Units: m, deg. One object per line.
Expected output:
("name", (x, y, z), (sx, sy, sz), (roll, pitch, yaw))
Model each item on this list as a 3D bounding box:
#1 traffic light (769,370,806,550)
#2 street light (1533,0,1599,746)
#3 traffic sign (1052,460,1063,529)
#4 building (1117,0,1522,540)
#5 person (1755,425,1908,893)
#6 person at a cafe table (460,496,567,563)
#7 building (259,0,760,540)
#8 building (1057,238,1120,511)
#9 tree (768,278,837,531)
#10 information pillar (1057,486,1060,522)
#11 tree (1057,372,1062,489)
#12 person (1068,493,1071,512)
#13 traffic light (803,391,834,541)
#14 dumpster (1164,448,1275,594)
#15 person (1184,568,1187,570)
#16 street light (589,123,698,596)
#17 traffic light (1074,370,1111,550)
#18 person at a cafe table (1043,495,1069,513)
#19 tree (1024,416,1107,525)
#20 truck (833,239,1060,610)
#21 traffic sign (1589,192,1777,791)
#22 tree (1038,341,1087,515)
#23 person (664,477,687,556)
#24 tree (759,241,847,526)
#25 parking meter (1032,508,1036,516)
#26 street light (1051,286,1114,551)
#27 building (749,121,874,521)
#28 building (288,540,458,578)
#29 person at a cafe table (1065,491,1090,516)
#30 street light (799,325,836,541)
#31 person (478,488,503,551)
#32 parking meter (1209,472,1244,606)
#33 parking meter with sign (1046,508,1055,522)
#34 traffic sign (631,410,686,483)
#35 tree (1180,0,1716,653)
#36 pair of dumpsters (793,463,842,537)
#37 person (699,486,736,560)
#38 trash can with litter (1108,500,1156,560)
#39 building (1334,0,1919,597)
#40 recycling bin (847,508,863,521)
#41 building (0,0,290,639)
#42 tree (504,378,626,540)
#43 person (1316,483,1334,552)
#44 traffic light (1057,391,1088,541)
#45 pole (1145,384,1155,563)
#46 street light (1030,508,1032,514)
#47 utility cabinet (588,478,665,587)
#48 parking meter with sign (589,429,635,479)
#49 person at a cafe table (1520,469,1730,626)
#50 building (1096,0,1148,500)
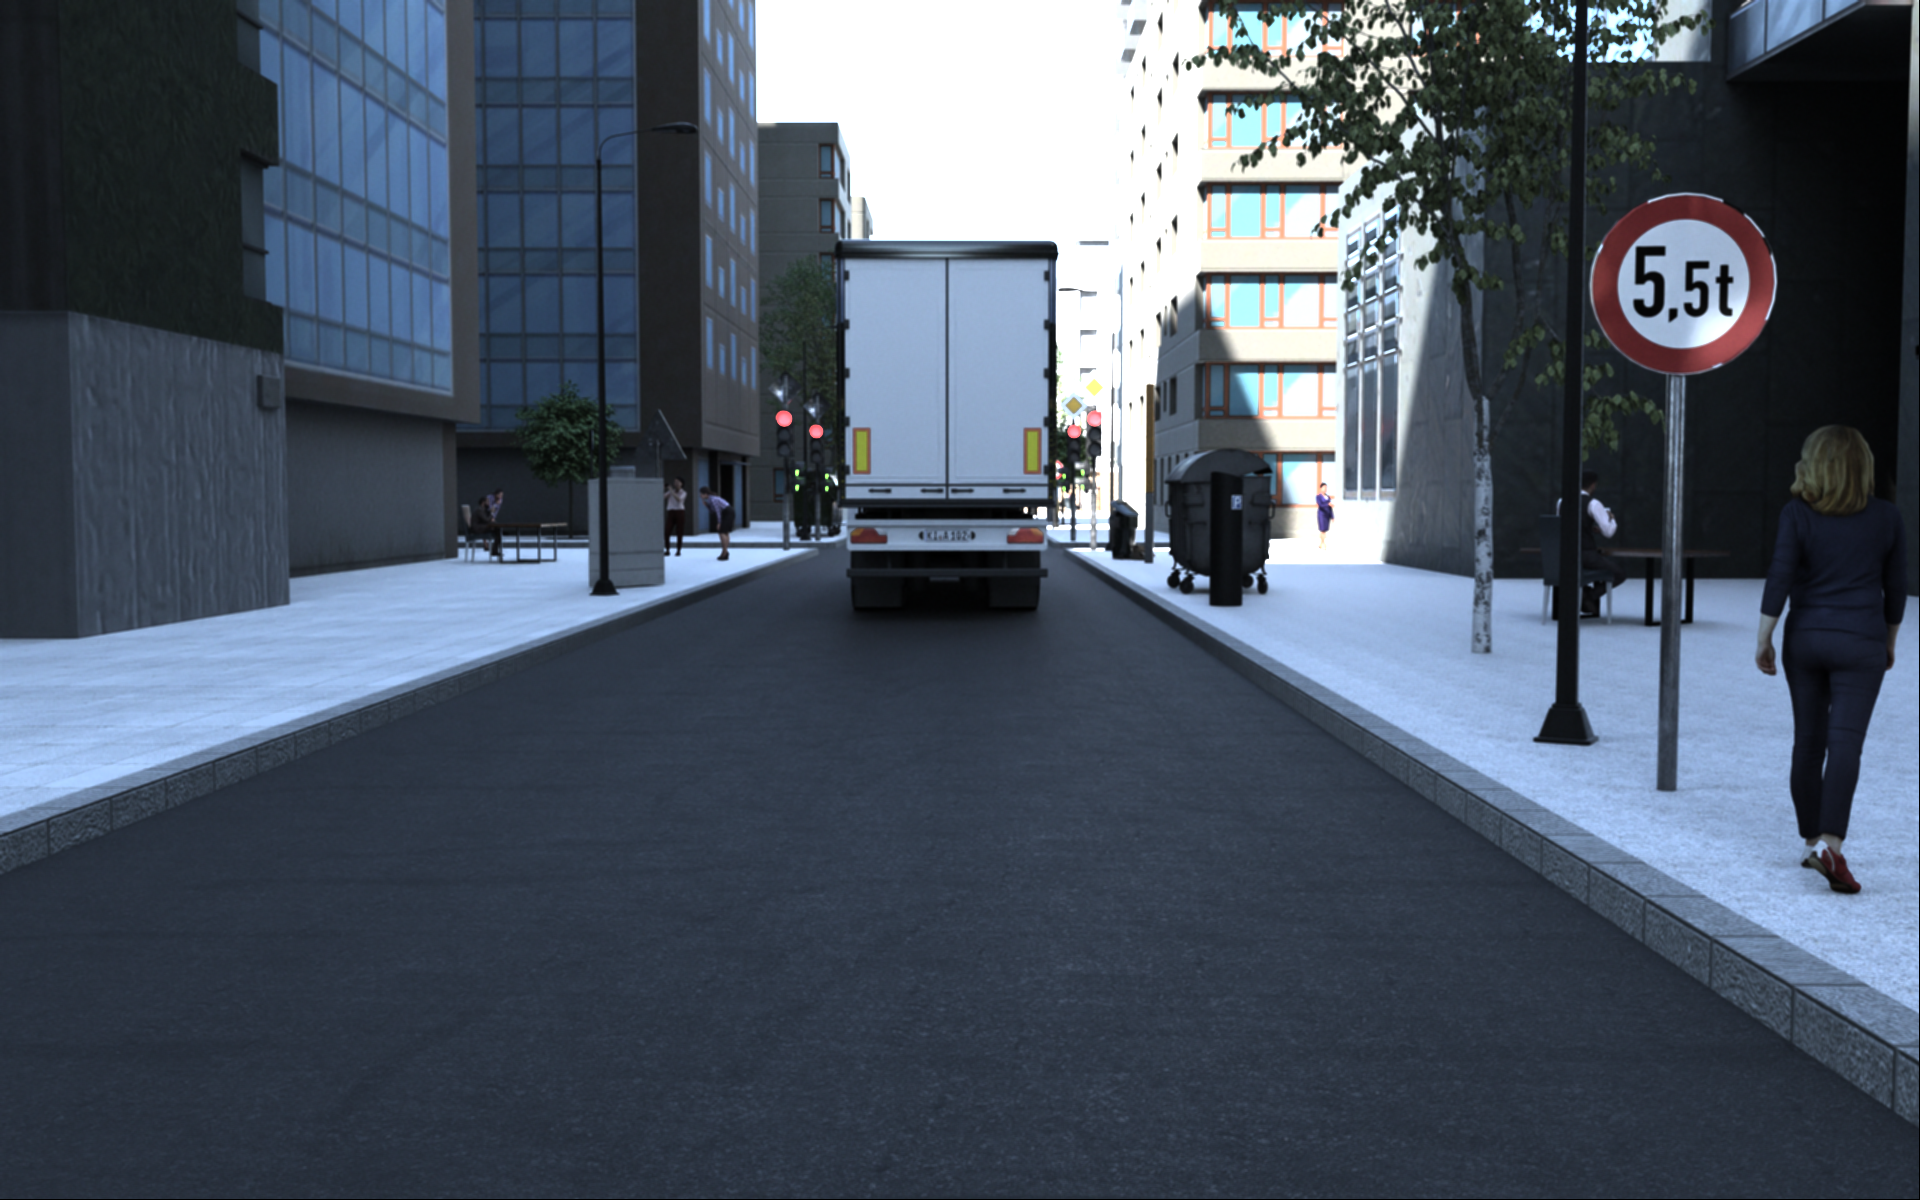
("traffic light", (-3.939, -3.086, 39.378), (0.839, 4.253, 0.868), (0, 4, 0))
("street light", (2.612, -2.220, 8.839), (1.470, 5.913, 1.316), (0, 4, 0))
("traffic sign", (3.416, -3.880, 63.551), (0.768, 2.556, 0.104), (0, 4, 4))
("building", (21.269, -13.266, 61.946), (28.899, 21.520, 27.650), (0, 4, 0))
("person", (2.918, 0.173, 5.758), (0.480, 1.512, 0.613), (1, 4, 9))
("person at a cafe table", (-8.473, -1.326, 32.547), (1.726, 1.238, 1.698), (0, 4, 3))
("building", (-14.635, -24.961, 58.222), (14.600, 45.320, 14.200), (0, 4, 0))
("building", (15.155, -16.960, 133.724), (16.016, 20.091, 11.380), (0, 4, 0))
("tree", (-4.469, -6.700, 59.913), (4.737, 8.622, 4.395), (0, 3, 0))
("information pillar", (4.405, -5.328, 78.465), (0.183, 3.616, 0.504), (1, 4, 17))
("tree", (5.305, -9.067, 98.612), (4.737, 8.622, 4.395), (0, 3, 0))
("person", (7.880, -6.870, 121.599), (0.776, 1.435, 0.726), (3, 5, 40))
("traffic light", (-3.878, -3.574, 47.363), (0.839, 4.253, 0.868), (0, 4, 0))
("dumpster", (3.423, -1.047, 22.873), (1.264, 1.857, 1.865), (0, 4, 0))
("person", (3.961, -1.361, 29.021), (0.376, 1.734, 0.841), (-1, 4, -9))
("street light", (-3.982, -3.015, 21.840), (1.470, 5.913, 1.316), (0, 4, 0))
("traffic light", (3.022, -3.084, 39.340), (0.839, 4.253, 0.868), (0, 4, 0))
("person at a cafe table", (6.480, -6.440, 116.155), (1.726, 1.238, 1.698), (3, 5, 41))
("tree", (4.388, -5.412, 72.202), (4.285, 4.588, 4.351), (0, 3, 0))
("truck", (-0.235, -2.189, 24.703), (2.839, 4.237, 11.283), (0, 4, -1))
("traffic sign", (3.065, -0.448, 7.433), (0.768, 2.556, 0.104), (0, 4, 5))
("tree", (4.342, -11.162, 108.248), (9.928, 11.665, 9.643), (0, 3, 0))
("person", (-5.931, -1.735, 35.873), (0.566, 1.644, 0.517), (-2, 4, -31))
("tree", (-5.111, -8.865, 70.702), (9.928, 11.665, 9.643), (0, 3, 0))
("parking meter", (4.332, -5.773, 102.791), (0.372, 1.533, 0.369), (0, 3, 0))
("street light", (2.879, -4.060, 38.915), (1.470, 5.913, 1.316), (0, 4, 0))
("building", (-19.342, -15.298, 95.168), (27.650, 21.520, 28.899), (0, 4, 0))
("building", (-16.871, -23.055, 27.059), (14.200, 45.320, 14.600), (0, 4, 0))
("person at a cafe table", (7.062, -5.813, 103.562), (1.622, 1.524, 1.698), (-2, 4, -30))
("street light", (-3.715, -4.587, 47.540), (1.470, 5.913, 1.316), (0, 4, 0))
("person", (-10.549, -1.817, 38.985), (0.697, 1.427, 0.421), (2, 4, 29))
("parking meter", (3.061, -0.703, 19.904), (0.372, 1.533, 0.369), (0, 3, 0))
("parking meter with sign", (4.199, -5.156, 80.554), (0.543, 3.016, 1.738), (0, 4, 0))
("traffic sign", (-4.650, -1.634, 26.713), (0.884, 2.594, 0.081), (1, 4, 10))
("tree", (4.070, -3.868, 13.599), (4.737, 8.622, 4.395), (0, 3, 0))
("pair of dumpsters", (-4.350, -3.112, 53.382), (1.574, 2.255, 4.437), (0, 4, 1))
("person", (-4.687, -1.483, 33.520), (0.697, 1.427, 0.421), (-1, 4, -18))
("trash can with litter", (3.410, -1.381, 33.968), (0.624, 1.170, 1.055), (-3, 5, -39))
("building", (18.966, -43.171, 18.523), (22.319, 86.520, 31.000), (0, 4, 0))
("recycling bin", (-4.090, -3.485, 69.541), (0.722, 1.027, 0.722), (1, 4, 12))
("building", (-14.851, -14.720, 12.379), (14.160, 30.474, 14.107), (0, 4, 0))
("tree", (-11.218, -4.018, 49.411), (4.285, 4.588, 4.351), (0, 3, 0))
("person", (8.178, -1.840, 38.491), (0.546, 1.535, 0.453), (3, 5, 43))
("traffic light", (3.083, -3.572, 47.325), (0.839, 4.253, 0.868), (0, 4, 0))
("pole", (3.522, -2.344, 32.160), (0.158, 3.312, 0.155), (0, 3, 0))
("street light", (3.083, -5.672, 65.273), (1.470, 5.913, 1.316), (0, 4, 0))
("utility cabinet", (-4.596, -0.928, 23.856), (0.318, 1.500, 1.173), (2, 4, 33))
("parking meter with sign", (-9.146, -3.103, 46.991), (1.738, 3.016, 0.543), (-1, 4, -10))
("person at a cafe table", (6.410, -0.531, 17.199), (1.622, 1.524, 1.698), (-3, 4, -37))
("building", (20.904, -29.728, 105.669), (23.786, 49.044, 30.456), (0, 4, 0))
